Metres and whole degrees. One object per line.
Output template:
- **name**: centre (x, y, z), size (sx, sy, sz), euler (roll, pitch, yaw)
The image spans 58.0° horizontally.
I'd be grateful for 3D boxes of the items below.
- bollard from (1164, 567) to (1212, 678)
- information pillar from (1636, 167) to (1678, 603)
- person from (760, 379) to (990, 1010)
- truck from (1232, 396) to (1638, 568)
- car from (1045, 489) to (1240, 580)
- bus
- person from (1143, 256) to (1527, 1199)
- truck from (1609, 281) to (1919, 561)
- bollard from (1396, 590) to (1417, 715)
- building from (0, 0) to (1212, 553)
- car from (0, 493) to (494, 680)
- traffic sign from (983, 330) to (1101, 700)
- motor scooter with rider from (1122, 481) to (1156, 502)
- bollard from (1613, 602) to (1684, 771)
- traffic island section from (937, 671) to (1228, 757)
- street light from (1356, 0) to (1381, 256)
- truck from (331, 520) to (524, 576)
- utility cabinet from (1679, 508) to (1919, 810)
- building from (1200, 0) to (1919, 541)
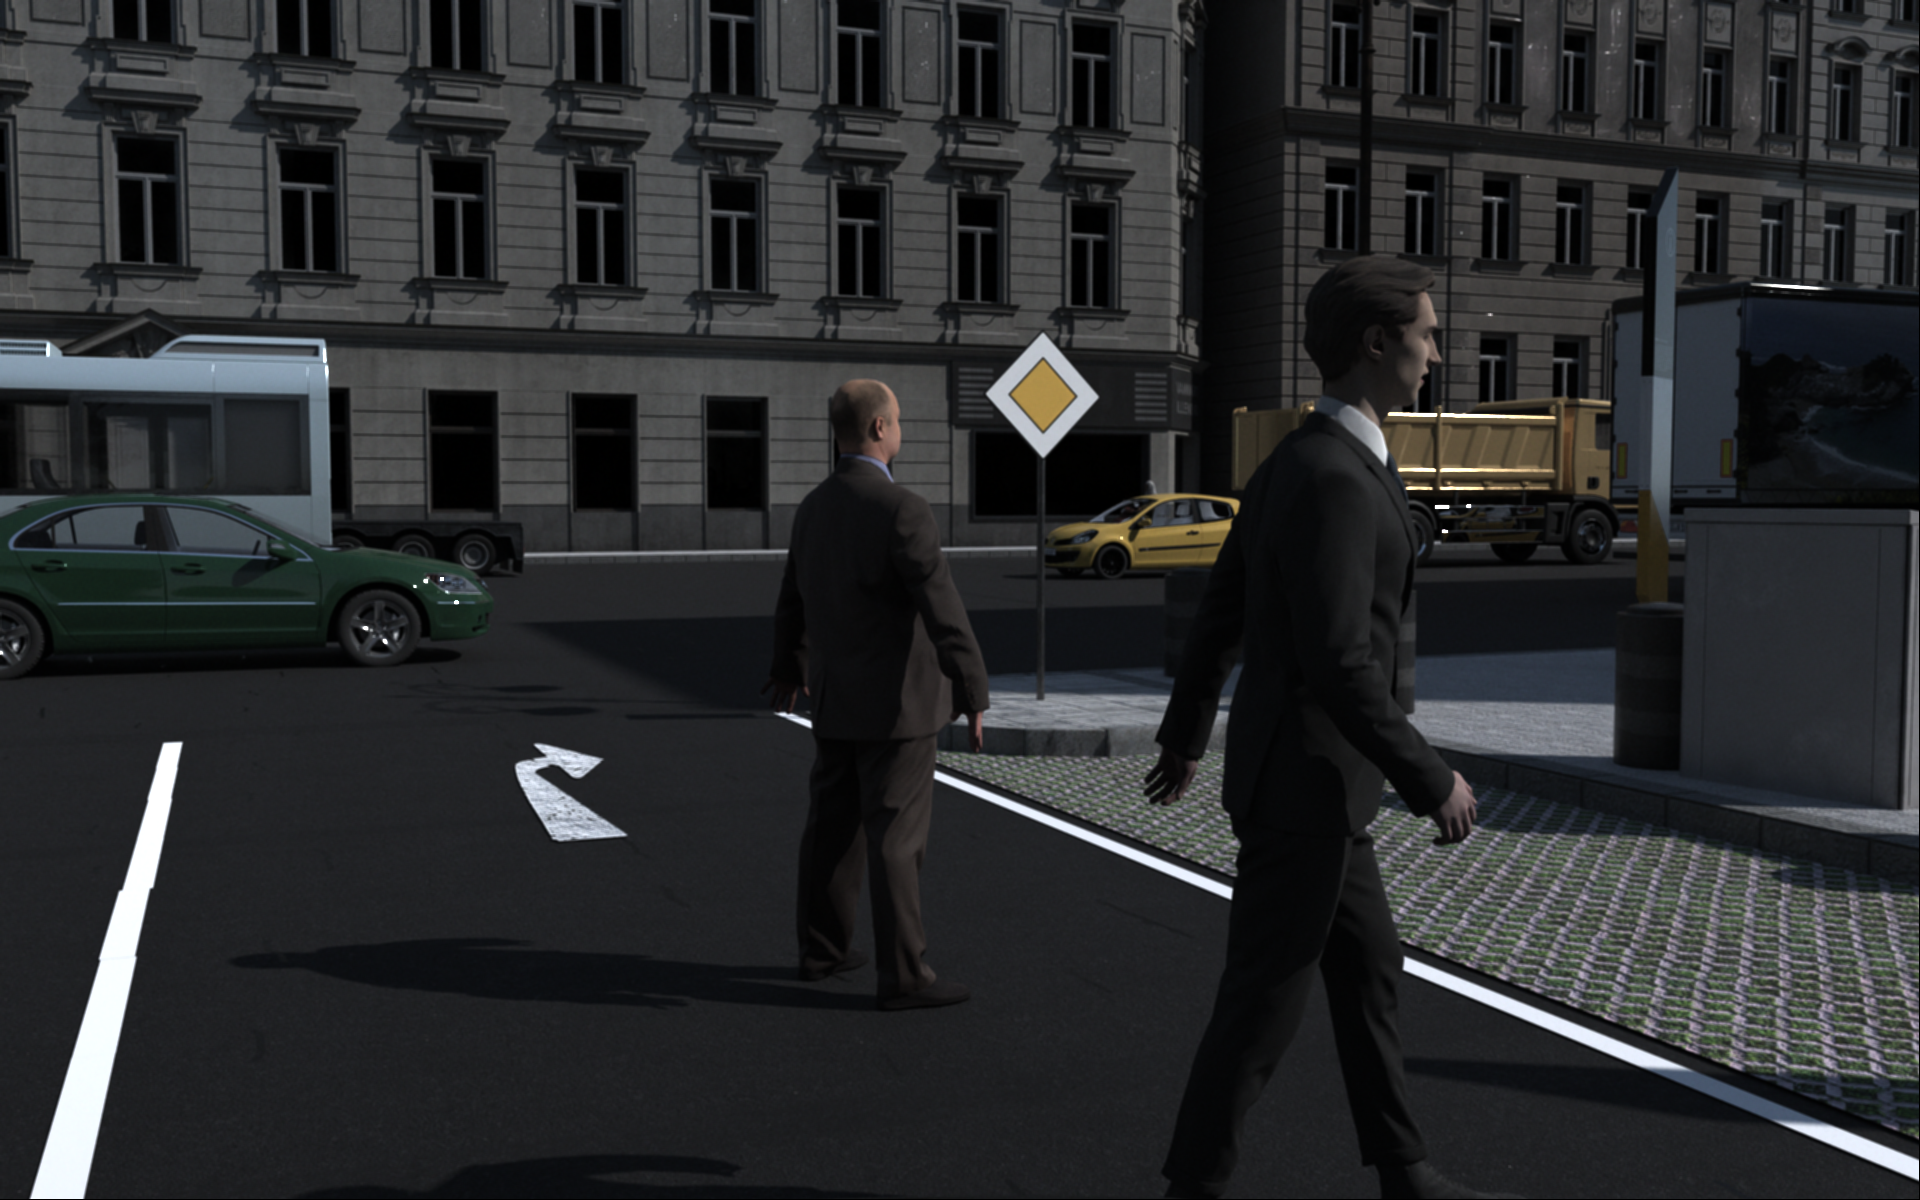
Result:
- **bollard**: centre (1.641, 0.153, 12.213), size (0.404, 0.777, 0.398), euler (0, 3, 0)
- **information pillar**: centre (4.966, -1.284, 12.340), size (0.183, 3.616, 0.504), euler (3, 4, 38)
- **person**: centre (-0.240, 0.247, 5.019), size (0.434, 1.755, 0.990), euler (-3, 4, -38)
- **truck**: centre (10.301, -2.395, 35.077), size (9.791, 3.379, 3.469), euler (-2, 4, -23)
- **car**: centre (3.325, -1.219, 30.159), size (3.980, 1.641, 2.015), euler (-1, 4, -23)
- **bus**: centre (-13.951, -1.469, 18.884), size (13.247, 3.499, 2.948), euler (-1, 4, -22)
- **person**: centre (0.716, 0.312, 3.171), size (0.755, 1.850, 0.659), euler (0, 4, 3)
- **truck**: centre (14.998, -2.273, 26.075), size (11.283, 4.237, 2.839), euler (-1, 4, -23)
- **bollard**: centre (2.480, 0.276, 10.204), size (0.404, 0.777, 0.398), euler (0, 3, 0)
- **building**: centre (-15.465, -16.295, 42.838), size (44.131, 29.872, 17.030), euler (-1, 4, -23)
- **car**: centre (-6.467, -0.171, 14.588), size (4.920, 1.459, 2.131), euler (-1, 4, -22)
- **traffic sign**: centre (0.499, -0.433, 10.727), size (0.795, 2.450, 0.064), euler (-1, 4, -23)
- **motor scooter with rider**: centre (4.037, -1.859, 39.360), size (1.986, 1.779, 0.876), euler (-1, 4, -21)
- **bollard**: centre (3.313, 0.398, 8.204), size (0.404, 0.777, 0.398), euler (0, 3, 0)
- **traffic island section**: centre (0.518, 0.701, 10.813), size (2.009, 0.180, 2.903), euler (-1, 4, -23)
- **street light**: centre (2.564, -2.335, 10.968), size (0.468, 5.910, 1.993), euler (-1, 4, -23)
- **truck**: centre (-16.543, -2.277, 26.981), size (18.799, 4.110, 2.967), euler (-2, 4, -25)
- **utility cabinet**: centre (3.658, 0.225, 7.484), size (0.306, 1.237, 1.020), euler (-2, 4, -33)
- **building**: centre (17.345, -15.712, 54.156), size (25.104, 27.353, 12.463), euler (-1, 4, -23)
